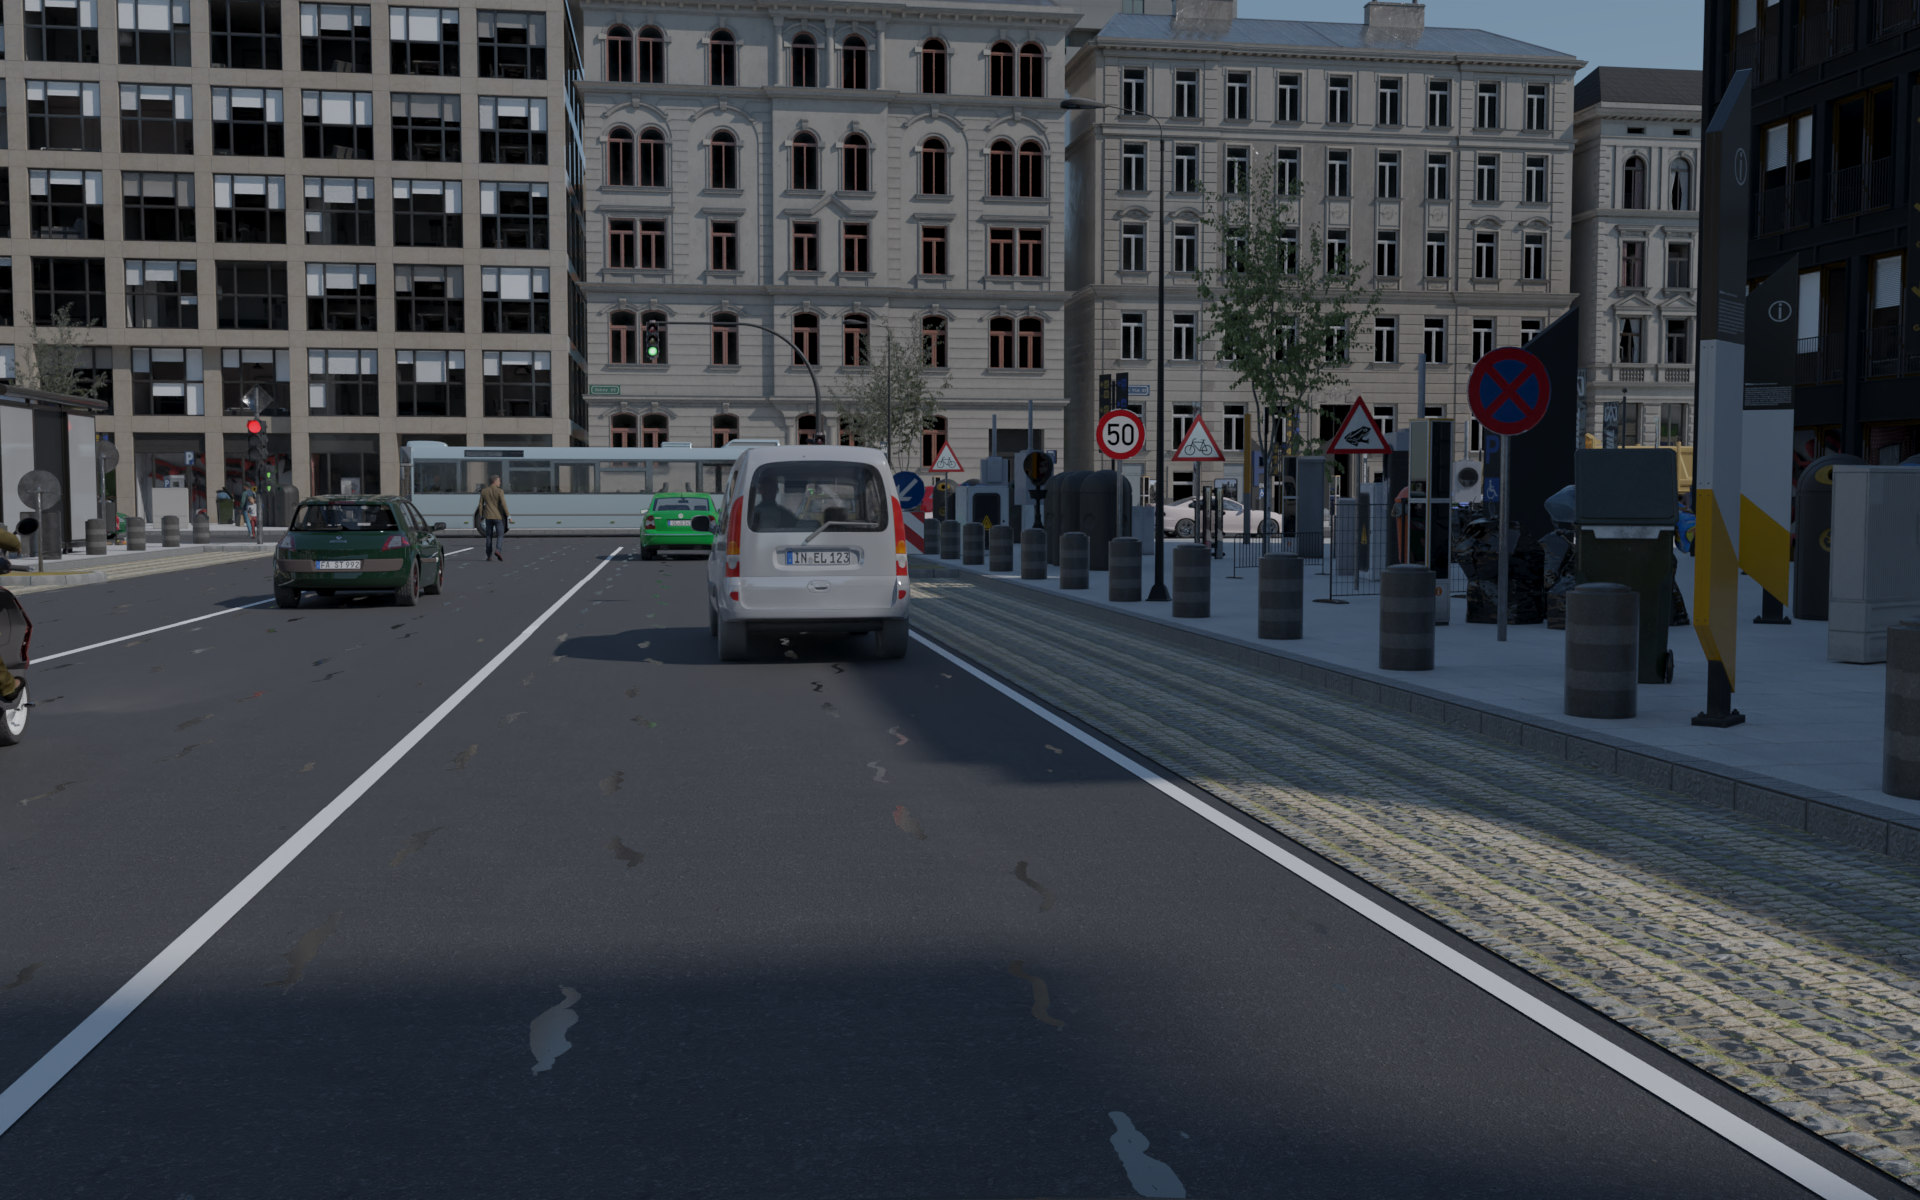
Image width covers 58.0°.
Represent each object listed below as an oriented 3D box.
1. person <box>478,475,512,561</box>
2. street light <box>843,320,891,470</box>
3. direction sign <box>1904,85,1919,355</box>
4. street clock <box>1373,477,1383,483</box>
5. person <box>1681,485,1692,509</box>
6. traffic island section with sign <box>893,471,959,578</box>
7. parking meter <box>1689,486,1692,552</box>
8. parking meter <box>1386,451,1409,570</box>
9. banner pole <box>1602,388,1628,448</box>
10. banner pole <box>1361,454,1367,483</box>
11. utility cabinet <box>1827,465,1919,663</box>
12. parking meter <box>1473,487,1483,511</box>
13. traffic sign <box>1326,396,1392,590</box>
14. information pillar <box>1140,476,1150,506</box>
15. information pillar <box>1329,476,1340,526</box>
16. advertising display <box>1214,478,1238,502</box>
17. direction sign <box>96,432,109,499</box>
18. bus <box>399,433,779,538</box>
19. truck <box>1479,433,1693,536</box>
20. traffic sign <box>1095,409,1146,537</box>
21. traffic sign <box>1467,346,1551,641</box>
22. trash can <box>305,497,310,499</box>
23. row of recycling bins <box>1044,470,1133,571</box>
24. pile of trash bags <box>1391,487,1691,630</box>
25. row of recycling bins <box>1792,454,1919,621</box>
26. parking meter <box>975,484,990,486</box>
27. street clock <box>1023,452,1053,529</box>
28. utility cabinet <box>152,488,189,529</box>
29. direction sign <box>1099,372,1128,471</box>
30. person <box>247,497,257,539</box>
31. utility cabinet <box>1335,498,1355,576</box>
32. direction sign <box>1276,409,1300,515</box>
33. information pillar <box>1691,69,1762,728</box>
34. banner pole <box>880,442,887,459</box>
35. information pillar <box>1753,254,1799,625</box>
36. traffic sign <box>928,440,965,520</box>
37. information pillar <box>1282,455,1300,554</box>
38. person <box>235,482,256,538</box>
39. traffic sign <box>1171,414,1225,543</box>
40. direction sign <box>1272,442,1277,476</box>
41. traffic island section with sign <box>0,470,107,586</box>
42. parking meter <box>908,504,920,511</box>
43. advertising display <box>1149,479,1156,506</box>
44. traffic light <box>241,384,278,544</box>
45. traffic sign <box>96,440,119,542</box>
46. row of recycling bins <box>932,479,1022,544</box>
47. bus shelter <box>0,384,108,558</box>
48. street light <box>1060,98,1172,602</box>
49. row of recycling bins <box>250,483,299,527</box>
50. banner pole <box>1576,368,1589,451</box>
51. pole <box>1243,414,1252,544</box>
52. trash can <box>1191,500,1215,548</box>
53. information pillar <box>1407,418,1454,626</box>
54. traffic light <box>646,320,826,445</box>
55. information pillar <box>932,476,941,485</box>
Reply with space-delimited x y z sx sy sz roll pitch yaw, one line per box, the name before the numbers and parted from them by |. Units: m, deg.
person | -9.960 -1.756 37.125 0.656 1.842 0.836 -2 4 -24
street light | -2.431 -4.517 46.387 1.470 5.913 1.316 -1 4 -9
direction sign | 5.580 -1.063 9.385 0.379 3.537 0.876 -3 5 -42
street clock | 18.239 -4.336 75.455 0.471 2.002 0.358 1 4 10
person | 22.391 -2.666 52.909 0.431 1.722 0.655 -2 4 -32
traffic island section with sign | -1.141 -1.320 30.216 1.989 1.847 2.006 -1 4 -9
parking meter | 16.246 -1.816 38.109 0.372 1.533 0.369 0 3 0
parking meter | 5.933 -1.086 23.466 0.255 1.863 0.399 0 4 7
banner pole | 15.539 -3.123 41.082 0.401 3.779 0.863 -2 4 -28
banner pole | 19.226 -5.657 82.505 0.401 3.779 0.863 3 4 37
utility cabinet | 7.185 -0.284 13.324 1.173 1.500 0.318 -2 4 -32
parking meter | 14.672 -2.482 48.989 0.372 1.533 0.369 0 3 0
traffic sign | 5.284 -1.407 23.008 0.884 2.594 0.081 0 4 -1
information pillar | 7.661 -4.124 71.926 0.304 2.012 0.304 -2 4 -28
information pillar | 14.878 -3.934 68.819 0.304 2.012 0.304 3 5 43
advertising display | 10.959 -4.051 71.444 0.974 1.923 0.123 1 4 22
direction sign | -31.297 -4.353 63.171 0.379 3.537 0.876 0 4 7
bus | -12.755 -3.867 58.082 13.247 3.499 2.948 -1 4 -11
truck | 21.276 -3.734 56.977 9.791 3.379 3.469 -1 4 -9
traffic sign | 2.392 -1.581 25.956 0.768 2.556 0.104 0 4 -7
traffic sign | 4.734 -0.914 15.051 0.768 2.556 0.104 -1 4 -8
trash can | -27.844 -3.860 74.761 0.748 1.137 0.748 0 3 0
row of recycling bins | 2.185 -1.432 30.534 1.069 1.692 3.534 -1 4 -10
pile of trash bags | 5.751 -0.491 17.787 1.912 1.369 3.447 -2 4 -31
row of recycling bins | 9.640 -0.579 16.584 1.069 1.692 3.534 -2 4 -27
parking meter | 0.541 -2.059 42.068 0.372 1.533 0.369 0 3 0
street clock | 1.341 -1.541 29.758 0.471 2.002 0.358 1 4 21
utility cabinet | -28.897 -3.347 63.405 1.173 1.500 0.318 -1 4 -15
direction sign | 2.883 -2.483 32.597 0.379 3.537 0.876 -2 4 -32
person | -22.554 -2.631 55.424 0.435 1.345 0.340 -2 4 -29
utility cabinet | 6.462 -0.987 27.303 1.020 1.237 0.306 0 4 1
direction sign | 8.879 -3.322 46.318 0.379 3.537 0.876 2 4 34
information pillar | 4.180 -1.110 9.497 0.183 3.616 0.504 3 5 41
banner pole | -3.102 -5.079 73.066 0.401 3.779 0.863 3 5 39
information pillar | 7.969 -1.573 17.075 0.504 3.616 0.183 2 4 26
traffic sign | -0.332 -2.569 42.006 0.884 2.594 0.081 0 4 -2
information pillar | 6.285 -1.740 32.939 0.304 2.012 0.304 1 4 16
person | -23.415 -2.961 56.890 0.794 1.824 0.713 -3 5 -45
traffic sign | 3.871 -1.724 28.198 0.884 2.594 0.081 0 4 0
direction sign | 13.881 -5.093 75.260 0.379 3.537 0.876 -3 4 -39
traffic island section with sign | -14.892 -1.169 27.736 1.989 1.847 2.006 -1 4 -9
parking meter | -1.257 -2.356 46.929 0.372 1.533 0.369 0 3 0
advertising display | 8.379 -4.298 75.480 0.974 1.923 0.123 -2 4 -27
traffic light | -17.830 -3.371 44.044 0.839 4.253 0.868 -1 4 -9
traffic sign | -20.288 -2.502 41.012 0.768 2.556 0.104 0 4 -1
row of recycling bins | 0.625 -2.389 46.167 3.534 1.692 1.069 3 5 45
bus shelter | -19.394 -3.462 34.235 2.179 5.291 8.768 -1 4 -9
street light | 1.859 -2.937 20.562 1.470 5.913 1.316 -1 4 -9
row of recycling bins | -26.926 -3.729 68.084 1.069 1.692 3.534 -3 5 -42
banner pole | 10.729 -2.485 30.641 0.401 3.779 0.863 -2 4 -32
pole | 7.320 -3.074 44.110 0.158 3.312 0.155 0 3 0
trash can | 5.890 -1.814 41.306 0.748 1.137 0.748 0 3 0
information pillar | 4.581 -0.759 16.895 0.304 2.012 0.304 -2 4 -26
traffic light | -5.854 -4.354 45.850 4.771 5.953 1.251 -1 4 -9
information pillar | -0.971 -4.113 71.740 0.304 2.012 0.304 -1 4 -22
